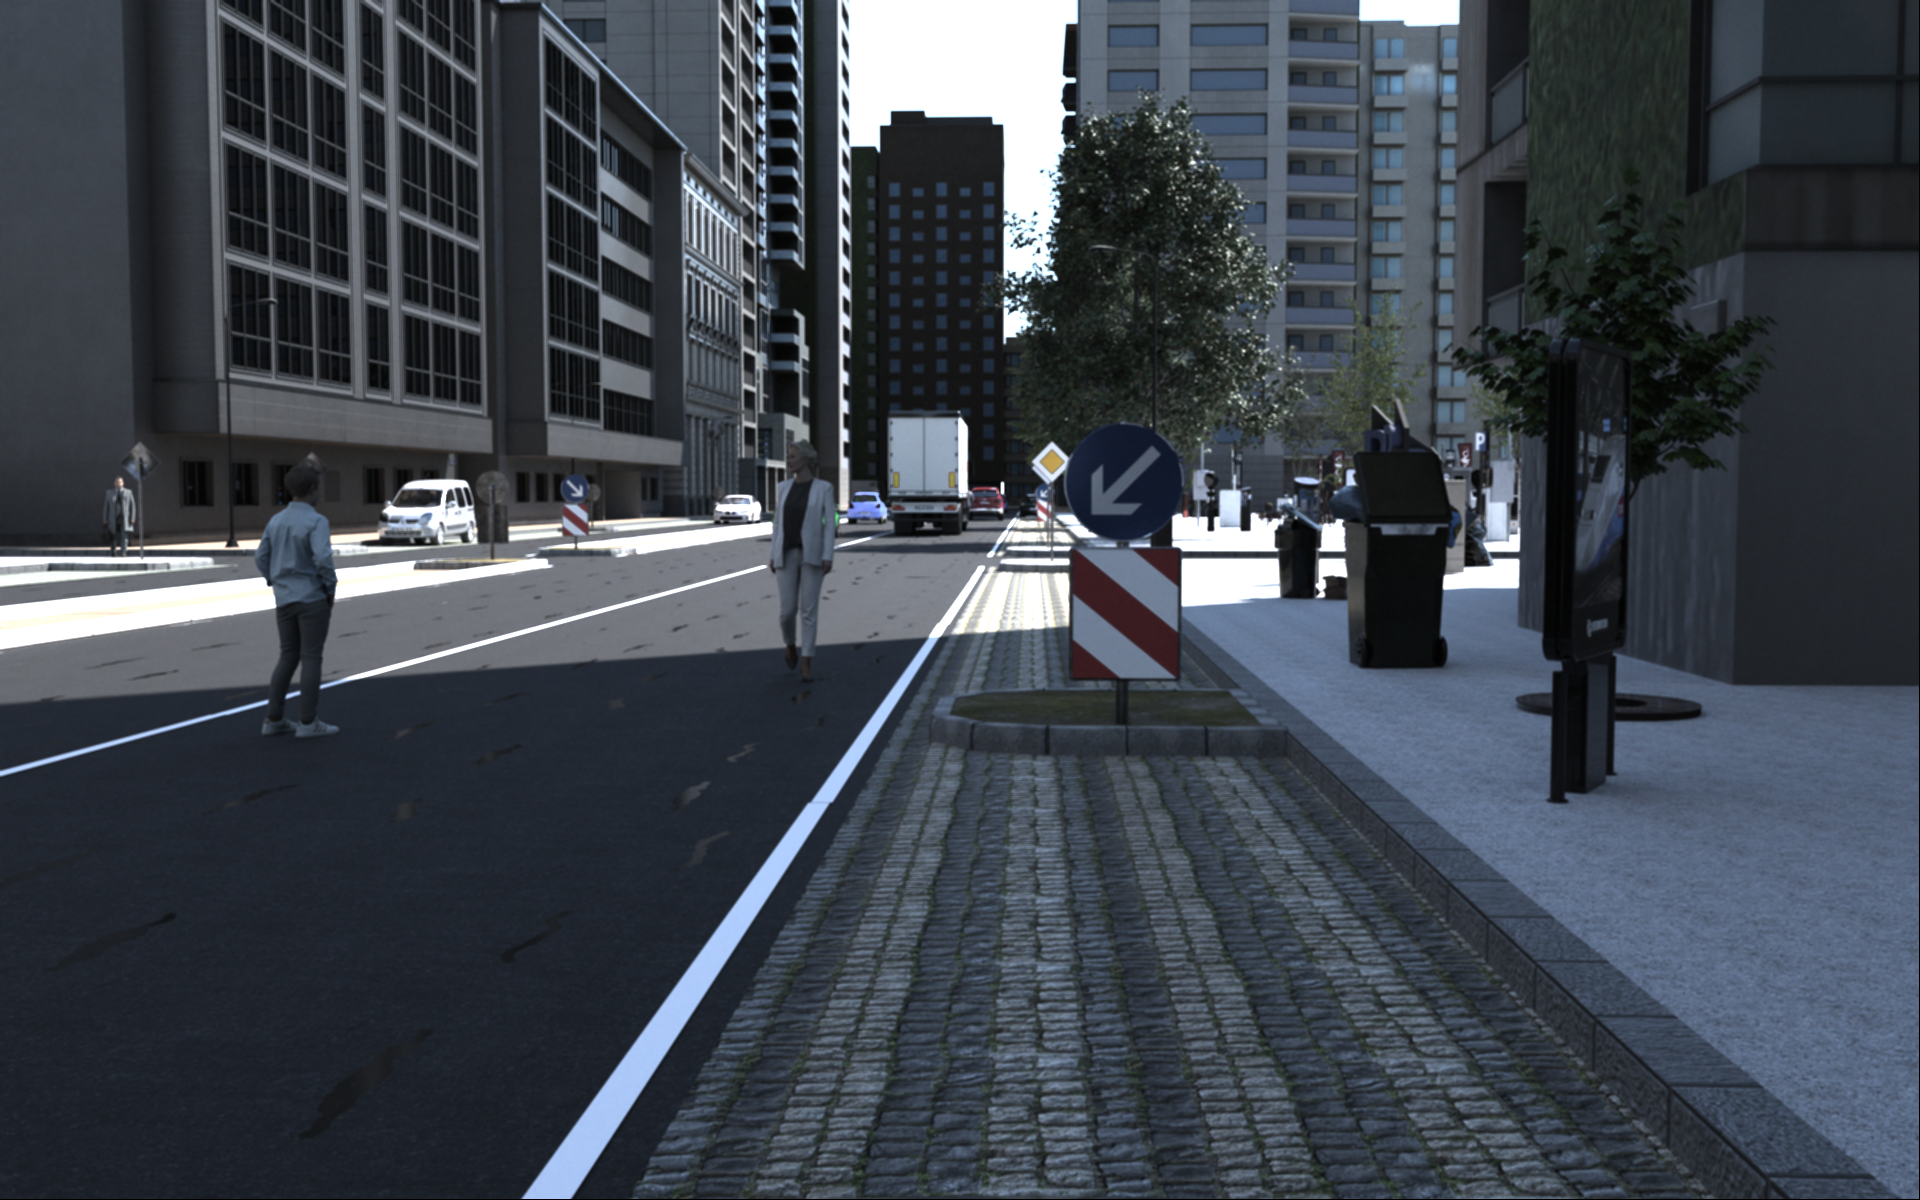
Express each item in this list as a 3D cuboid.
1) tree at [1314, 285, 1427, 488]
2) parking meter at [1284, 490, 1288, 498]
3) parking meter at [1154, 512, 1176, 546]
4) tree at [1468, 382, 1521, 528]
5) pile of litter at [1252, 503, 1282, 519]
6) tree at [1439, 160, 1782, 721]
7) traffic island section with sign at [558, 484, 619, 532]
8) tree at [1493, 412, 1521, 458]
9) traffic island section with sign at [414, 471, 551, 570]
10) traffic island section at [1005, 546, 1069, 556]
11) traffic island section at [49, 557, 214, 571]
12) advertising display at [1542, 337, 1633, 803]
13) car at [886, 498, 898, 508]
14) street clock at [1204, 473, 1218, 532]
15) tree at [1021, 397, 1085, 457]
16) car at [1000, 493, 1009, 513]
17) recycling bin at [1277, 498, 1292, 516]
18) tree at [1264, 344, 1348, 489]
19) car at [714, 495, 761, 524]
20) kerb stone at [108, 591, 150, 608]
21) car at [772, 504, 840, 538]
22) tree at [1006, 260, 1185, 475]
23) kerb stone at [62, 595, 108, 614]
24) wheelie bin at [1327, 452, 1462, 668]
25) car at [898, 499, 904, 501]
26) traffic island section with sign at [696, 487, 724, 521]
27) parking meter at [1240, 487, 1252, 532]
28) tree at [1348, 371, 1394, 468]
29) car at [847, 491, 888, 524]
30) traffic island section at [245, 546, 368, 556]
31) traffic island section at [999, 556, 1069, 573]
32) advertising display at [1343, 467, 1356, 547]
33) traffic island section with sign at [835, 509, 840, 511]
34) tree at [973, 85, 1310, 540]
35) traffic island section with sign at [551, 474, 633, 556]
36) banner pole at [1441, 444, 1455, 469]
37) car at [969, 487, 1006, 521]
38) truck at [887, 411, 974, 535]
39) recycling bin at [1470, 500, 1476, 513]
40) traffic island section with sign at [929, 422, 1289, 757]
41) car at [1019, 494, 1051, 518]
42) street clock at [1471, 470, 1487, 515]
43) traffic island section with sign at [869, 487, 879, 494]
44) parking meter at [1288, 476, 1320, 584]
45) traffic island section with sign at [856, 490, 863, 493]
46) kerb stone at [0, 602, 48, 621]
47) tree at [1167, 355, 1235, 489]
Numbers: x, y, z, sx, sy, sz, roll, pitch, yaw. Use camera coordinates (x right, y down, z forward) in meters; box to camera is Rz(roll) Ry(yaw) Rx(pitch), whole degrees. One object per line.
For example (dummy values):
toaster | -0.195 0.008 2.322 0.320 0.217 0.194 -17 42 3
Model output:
tree | 14.687 -6.828 61.995 4.737 8.622 4.395 0 3 0
parking meter | 20.399 -6.103 108.202 0.372 1.533 0.369 0 3 0
parking meter | 2.917 -1.171 24.853 0.255 1.863 0.399 0 4 4
tree | 21.382 -7.075 66.040 4.737 8.622 4.395 0 3 0
pile of litter | 16.156 -4.712 91.007 1.719 0.858 1.176 1 4 19
tree | 3.935 -0.947 10.086 1.663 3.219 1.824 0 3 0
traffic island section with sign | -14.132 -3.518 66.150 1.989 1.847 2.006 0 4 2
tree | 32.980 -9.205 100.858 4.360 8.622 3.978 0 3 0
traffic island section with sign | -9.214 -1.546 33.413 2.006 1.907 1.989 0 4 2
traffic island section | 2.087 -1.127 40.700 2.009 0.180 2.903 0 4 2
traffic island section | -15.819 -0.683 33.452 2.009 0.180 2.903 0 4 2
advertising display | 2.729 -0.141 7.523 0.123 1.923 0.974 2 4 34
car | -6.915 -10.772 185.902 2.009 1.686 4.222 0 4 4
street clock | 8.546 -3.325 58.941 0.358 2.002 0.471 -2 4 -35
tree | 7.388 -10.819 111.295 7.601 10.594 8.767 0 4 0
car | 2.801 -7.581 133.535 1.945 1.707 3.694 0 4 4
recycling bin | 19.261 -5.514 102.706 0.722 1.027 0.722 2 4 28
tree | 16.466 -8.184 84.173 4.360 8.622 3.978 0 3 0
car | -10.750 -4.376 83.909 2.083 1.381 4.827 0 4 1
kerb stone | -10.736 0.002 22.204 0.120 0.150 1.000 0 4 2
car | -4.869 -2.831 55.075 1.959 1.807 4.718 0 4 2
tree | 5.973 -9.489 73.273 7.486 12.596 7.792 0 3 0
kerb stone | -10.779 0.063 21.183 0.120 0.150 1.000 0 4 2
wheelie bin | 3.221 -0.309 12.961 0.980 1.594 0.693 0 4 -4
car | -3.262 -6.755 119.477 2.155 1.783 4.494 0 4 1
traffic island section with sign | -13.014 -5.165 93.082 1.989 1.847 2.006 0 4 2
parking meter | 9.810 -3.120 59.422 0.372 1.533 0.369 0 3 0
tree | 23.076 -9.241 101.451 4.360 8.622 3.978 0 3 0
car | -4.475 -4.537 83.779 1.945 1.707 3.694 0 4 1
traffic island section | -15.489 -1.171 41.430 2.009 0.180 2.903 0 4 2
traffic island section | 1.757 -0.639 32.722 2.009 0.180 2.903 0 4 2
advertising display | 9.797 -2.254 42.074 0.974 1.923 0.123 0 4 -2
traffic island section with sign | -10.955 -8.227 143.133 1.989 1.847 2.006 0 4 2
tree | 5.091 -8.083 49.172 9.611 12.733 9.660 0 3 0
traffic island section with sign | -8.898 -1.999 40.814 2.006 1.907 1.989 0 4 2
banner pole | 24.077 -5.852 85.701 0.863 3.779 0.401 2 4 34
car | 1.380 -5.287 95.122 2.281 1.827 5.304 0 4 1
truck | -1.022 -4.599 64.105 2.839 4.237 11.283 0 4 2
recycling bin | 21.776 -3.739 73.684 0.722 1.027 0.722 0 4 7
traffic island section with sign | 0.832 -0.106 10.354 1.989 1.847 2.006 0 4 2
car | 4.453 -5.687 102.765 2.009 1.686 4.222 0 4 4
street clock | 15.326 -2.857 51.276 0.471 2.002 0.358 1 4 15
traffic island section with sign | -5.798 -6.590 115.889 2.006 1.907 1.989 0 4 2
parking meter | 4.965 -1.003 24.814 0.372 1.533 0.369 0 3 0
traffic island section with sign | -9.828 -9.874 170.064 1.989 1.847 2.006 0 4 2
kerb stone | -10.819 0.124 20.162 0.120 0.150 1.000 0 4 2
tree | 11.602 -8.285 85.819 4.737 8.622 4.395 0 3 0
